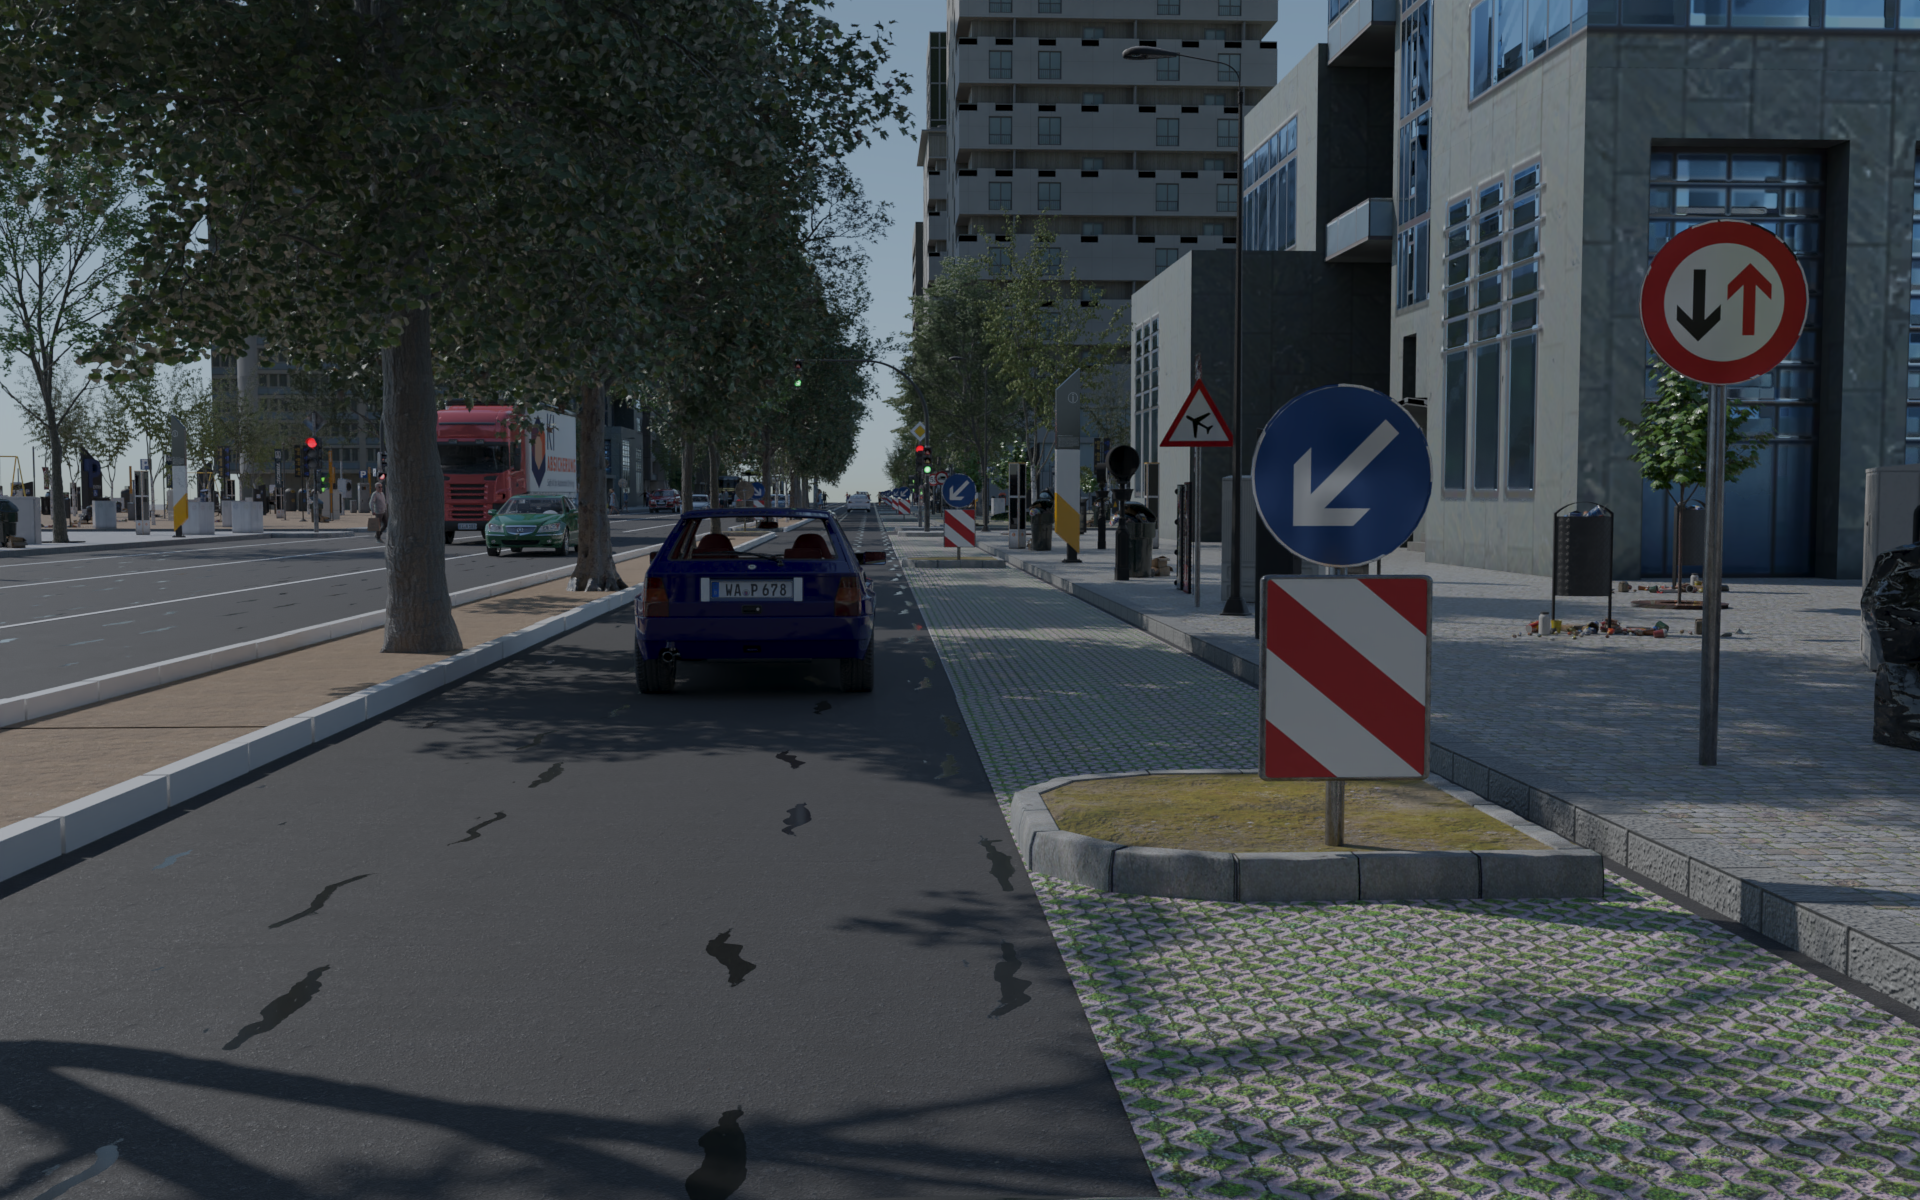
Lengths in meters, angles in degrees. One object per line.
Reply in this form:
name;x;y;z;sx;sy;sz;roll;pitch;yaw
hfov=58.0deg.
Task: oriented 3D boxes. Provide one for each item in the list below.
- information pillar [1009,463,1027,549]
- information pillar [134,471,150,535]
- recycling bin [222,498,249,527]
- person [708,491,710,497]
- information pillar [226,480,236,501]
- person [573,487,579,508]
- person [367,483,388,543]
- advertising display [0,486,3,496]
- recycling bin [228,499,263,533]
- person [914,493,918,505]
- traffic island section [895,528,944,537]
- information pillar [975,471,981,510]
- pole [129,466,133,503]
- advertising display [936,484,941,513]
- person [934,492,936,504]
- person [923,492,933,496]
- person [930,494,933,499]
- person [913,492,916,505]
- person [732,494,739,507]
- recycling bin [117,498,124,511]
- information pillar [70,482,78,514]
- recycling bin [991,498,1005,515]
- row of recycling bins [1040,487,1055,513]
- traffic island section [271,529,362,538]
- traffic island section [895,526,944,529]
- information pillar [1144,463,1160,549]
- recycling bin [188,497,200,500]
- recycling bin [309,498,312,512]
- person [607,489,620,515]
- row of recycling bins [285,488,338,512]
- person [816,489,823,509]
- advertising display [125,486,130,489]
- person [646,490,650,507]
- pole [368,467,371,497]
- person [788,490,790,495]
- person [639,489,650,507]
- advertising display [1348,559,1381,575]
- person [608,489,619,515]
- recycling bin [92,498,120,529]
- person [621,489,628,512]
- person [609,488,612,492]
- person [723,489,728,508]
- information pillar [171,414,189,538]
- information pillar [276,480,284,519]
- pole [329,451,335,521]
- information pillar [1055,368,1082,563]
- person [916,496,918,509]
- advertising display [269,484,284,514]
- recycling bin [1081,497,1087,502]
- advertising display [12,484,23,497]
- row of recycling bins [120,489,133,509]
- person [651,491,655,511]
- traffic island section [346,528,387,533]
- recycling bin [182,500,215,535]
information pillar;1.342;-2.201;40.482;0.304;2.012;0.304;3;4;37
information pillar;-25.653;-3.048;54.327;0.304;2.012;0.304;1;4;20
recycling bin;-28.064;-3.331;67.021;0.722;1.027;0.722;0;4;0
person;-24.282;-9.685;167.536;0.721;1.739;1.217;1;4;11
information pillar;-37.220;-5.135;88.448;0.304;2.012;0.304;1;4;10
person;-19.129;-4.746;86.356;0.793;1.790;0.793;-1;4;-20
person;-17.120;-2.559;50.830;0.515;1.767;0.782;1;4;15
advertising display;-72.706;-7.677;130.736;0.123;1.923;0.974;1;4;22
recycling bin;-23.518;-2.729;57.176;0.722;1.027;0.722;1;4;10
person;-5.064;-11.852;200.746;0.530;1.710;0.541;-3;4;-36
traffic island section;-1.105;-2.241;58.915;2.009;0.180;2.903;0;4;-3
information pillar;1.195;-7.501;113.998;0.504;3.616;0.183;-2;4;-31
pole;-60.013;-8.045;125.372;0.158;3.312;0.155;0;3;0
advertising display;-1.438;-6.789;116.209;0.123;1.923;0.974;-1;4;-18
person;-1.982;-8.383;144.029;0.541;1.710;0.530;2;4;33
person;-3.145;-10.105;171.277;1.348;1.823;0.705;1;4;16
person;-2.677;-8.674;147.957;0.705;1.812;1.348;-2;4;-27
person;-5.477;-12.425;209.747;0.434;1.755;0.990;1;4;9
person;-17.581;-7.806;136.487;0.624;1.780;0.694;2;4;35
recycling bin;-59.865;-6.768;123.206;0.722;1.027;0.722;-2;4;-25
information pillar;-56.064;-6.426;109.552;0.304;2.012;0.304;2;4;34
recycling bin;2.331;-5.709;105.891;0.722;1.027;0.722;-1;4;-10
row of recycling bins;5.139;-6.066;106.294;3.534;1.692;1.069;1;4;20
traffic island section;-21.520;-2.177;57.875;2.009;0.180;2.903;0;4;-3
traffic island section;-1.515;-2.728;66.890;2.009;0.180;2.903;0;4;-3
information pillar;4.484;-2.202;40.495;0.304;2.012;0.304;0;4;-6
recycling bin;-37.466;-4.374;84.062;0.722;1.027;0.722;2;4;33
recycling bin;-46.741;-6.898;125.333;0.722;1.027;0.722;-1;4;-17
person;-24.344;-6.884;121.268;0.699;1.804;1.509;-2;4;-24
row of recycling bins;-47.958;-7.375;127.696;3.534;1.692;1.069;-1;4;-22
person;-10.973;-7.727;134.926;0.616;1.811;0.778;-3;4;-38
advertising display;-65.436;-8.006;136.114;0.123;1.923;0.974;-3;5;-41
person;-31.909;-10.409;177.164;0.436;1.711;0.756;3;5;40
pole;-44.721;-8.402;131.210;0.158;3.312;0.155;0;3;0
person;-17.137;-10.140;174.294;1.348;1.822;0.705;1;4;13
person;-31.720;-10.252;174.192;1.217;1.766;0.721;-2;4;-33
advertising display;5.888;-1.247;25.607;0.123;1.923;0.974;-2;4;-33
person;-23.968;-6.805;119.862;0.778;1.811;0.616;0;4;1
recycling bin;-31.914;-3.184;64.607;0.722;1.027;0.722;-2;4;-34
person;-26.012;-7.709;134.564;0.654;1.822;0.581;0;4;6
person;-29.848;-8.688;148.233;0.705;1.807;1.348;-1;4;-14
person;-18.318;-7.749;135.380;0.473;1.802;0.592;0;4;5
information pillar;-22.972;-3.647;50.978;0.504;3.616;0.183;1;4;19
information pillar;-35.703;-5.286;90.910;0.304;2.012;0.304;0;4;1
pole;-29.751;-5.387;81.920;0.158;3.312;0.155;0;3;0
information pillar;2.014;-2.500;32.230;0.504;3.616;0.183;-1;4;-20
person;-3.591;-8.807;153.271;0.697;1.427;0.421;-3;5;-43
advertising display;-43.885;-6.488;111.292;0.974;1.923;0.123;-1;4;-20
recycling bin;9.294;-7.353;132.769;0.722;1.027;0.722;3;4;37
advertising display;-62.396;-6.717;115.042;0.974;1.923;0.123;-1;4;-15
row of recycling bins;-64.009;-7.776;134.244;1.069;1.692;3.534;0;4;-5
person;-26.066;-8.467;147.718;0.721;1.735;1.217;-3;4;-38
traffic island section;-21.930;-2.665;65.849;2.009;0.180;2.903;0;4;-3
recycling bin;-24.068;-2.577;54.688;0.722;1.027;0.722;1;4;17
